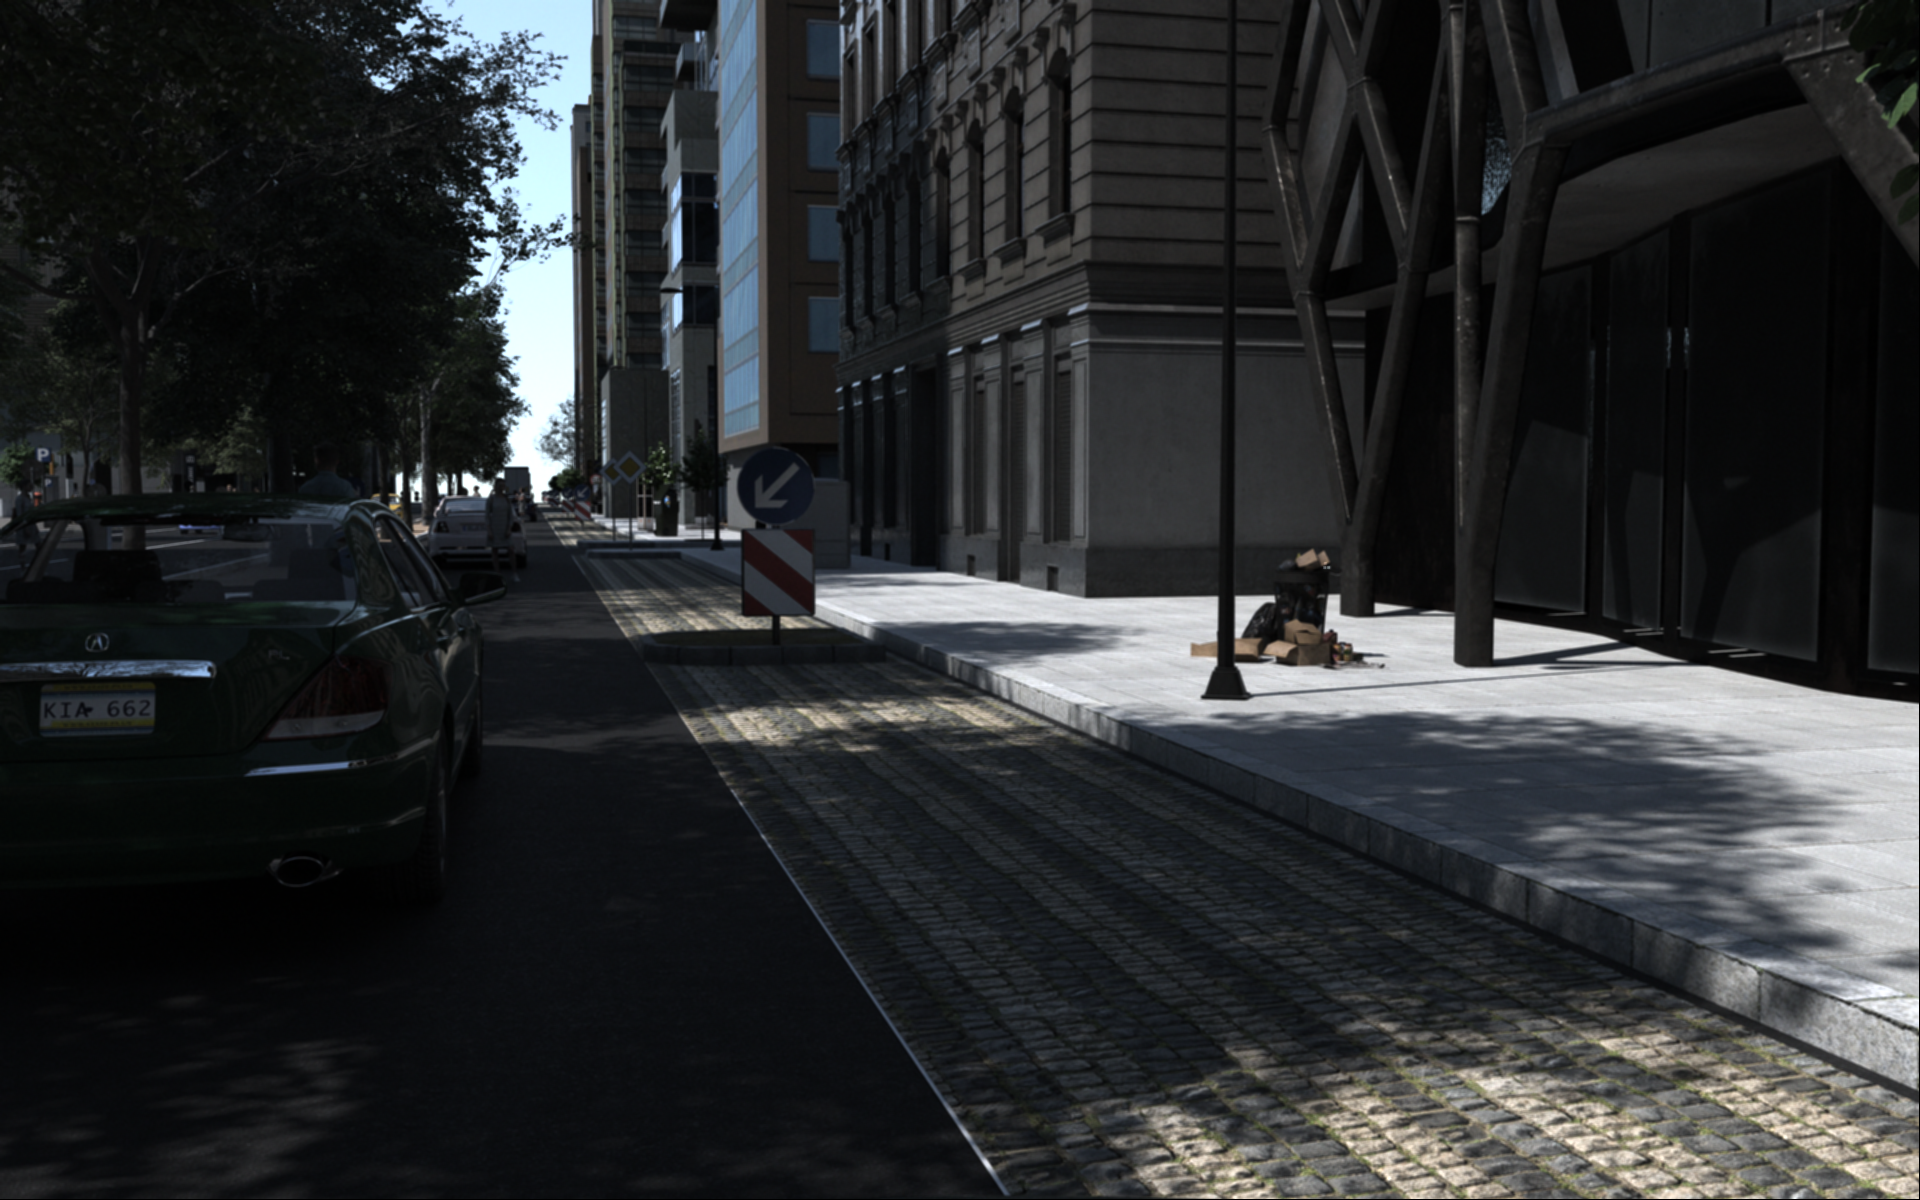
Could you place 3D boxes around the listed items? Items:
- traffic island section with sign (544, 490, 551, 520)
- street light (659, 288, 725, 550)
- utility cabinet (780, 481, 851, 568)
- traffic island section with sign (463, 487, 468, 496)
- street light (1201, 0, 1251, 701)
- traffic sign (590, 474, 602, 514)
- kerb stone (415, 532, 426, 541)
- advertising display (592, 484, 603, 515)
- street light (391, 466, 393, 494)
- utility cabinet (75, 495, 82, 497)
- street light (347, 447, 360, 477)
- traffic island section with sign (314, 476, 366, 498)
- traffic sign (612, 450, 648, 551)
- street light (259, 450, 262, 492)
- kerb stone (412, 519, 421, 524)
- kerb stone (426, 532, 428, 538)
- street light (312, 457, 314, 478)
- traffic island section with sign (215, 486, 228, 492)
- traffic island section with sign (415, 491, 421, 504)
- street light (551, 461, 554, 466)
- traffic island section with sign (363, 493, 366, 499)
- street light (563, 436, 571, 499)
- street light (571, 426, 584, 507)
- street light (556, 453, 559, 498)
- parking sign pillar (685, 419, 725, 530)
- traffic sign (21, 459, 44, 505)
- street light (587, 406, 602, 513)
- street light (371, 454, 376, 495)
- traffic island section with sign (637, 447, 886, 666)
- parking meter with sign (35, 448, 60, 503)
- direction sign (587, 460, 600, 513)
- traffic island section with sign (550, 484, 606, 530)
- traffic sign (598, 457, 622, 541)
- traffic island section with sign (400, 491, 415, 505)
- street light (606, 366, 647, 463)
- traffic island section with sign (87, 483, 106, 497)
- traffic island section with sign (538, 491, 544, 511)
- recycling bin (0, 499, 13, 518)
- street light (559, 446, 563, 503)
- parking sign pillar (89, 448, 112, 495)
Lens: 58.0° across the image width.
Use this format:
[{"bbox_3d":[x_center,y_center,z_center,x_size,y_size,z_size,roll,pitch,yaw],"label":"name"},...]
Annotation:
[{"bbox_3d":[-21.678,-5.293,95.172,1.989,1.847,2.006,-1,4,-14],"label":"traffic island section with sign"},{"bbox_3d":[-6.073,-4.080,39.253,1.470,5.913,1.316,-1,4,-14],"label":"street light"},{"bbox_3d":[-2.488,-1.295,29.851,1.173,1.500,0.318,0,4,8],"label":"utility cabinet"},{"bbox_3d":[-33.911,-6.728,118.142,2.006,1.907,1.989,-1,4,-14],"label":"traffic island section with sign"},{"bbox_3d":[1.149,-2.329,10.620,1.470,5.913,1.316,-1,4,-14],"label":"street light"},{"bbox_3d":[-22.983,-6.687,109.440,0.768,2.556,0.104,-1,4,-9],"label":"traffic sign"},{"bbox_3d":[-16.991,-1.976,54.506,0.120,0.150,1.000,-1,4,-14],"label":"kerb stone"},{"bbox_3d":[-22.462,-6.296,108.152,0.974,1.923,0.123,-2,4,-23],"label":"advertising display"},{"bbox_3d":[-73.596,-15.508,226.094,1.470,5.913,1.316,-1,4,-14],"label":"street light"},{"bbox_3d":[-45.068,-4.743,88.702,0.306,1.237,1.020,-3,4,-37],"label":"utility cabinet"},{"bbox_3d":[-60.377,-12.221,172.358,1.470,5.913,1.316,-1,4,-14],"label":"street light"},{"bbox_3d":[-15.776,-2.268,45.216,2.006,1.907,1.989,-1,4,-14],"label":"traffic island section with sign"},{"bbox_3d":[-7.487,-2.182,39.312,0.795,2.450,0.064,-1,4,-14],"label":"traffic sign"},{"bbox_3d":[-46.527,-8.810,116.591,1.470,5.913,1.316,-1,4,-14],"label":"street light"},{"bbox_3d":[-26.935,-3.887,85.833,0.120,0.150,1.000,-1,4,-14],"label":"kerb stone"},{"bbox_3d":[-17.236,-2.037,55.498,0.120,0.150,1.000,-1,4,-14],"label":"kerb stone"},{"bbox_3d":[-53.385,-10.515,144.460,1.470,5.913,1.316,-1,4,-14],"label":"street light"},{"bbox_3d":[-38.316,-4.970,89.888,1.989,1.847,2.006,-1,4,-14],"label":"traffic island section with sign"},{"bbox_3d":[-77.165,-14.532,246.229,1.989,1.847,2.006,-1,4,-14],"label":"traffic island section with sign"},{"bbox_3d":[-50.392,-15.013,218.001,1.470,5.913,1.316,-1,4,-14],"label":"street light"},{"bbox_3d":[-57.232,-9.625,166.004,1.989,1.847,2.006,-1,4,-14],"label":"traffic island section with sign"},{"bbox_3d":[-30.665,-10.136,138.271,1.470,5.913,1.316,-1,4,-14],"label":"street light"},{"bbox_3d":[-25.824,-8.971,119.212,1.470,5.913,1.316,-1,4,-14],"label":"street light"},{"bbox_3d":[-44.476,-13.564,194.308,1.470,5.913,1.316,-1,4,-14],"label":"street light"},{"bbox_3d":[-9.248,-4.539,62.691,1.447,3.967,1.447,0,4,5],"label":"parking sign pillar"},{"bbox_3d":[-33.510,-3.823,62.613,0.768,2.556,0.104,-1,4,-13],"label":"traffic sign"},{"bbox_3d":[-18.833,-7.248,91.044,1.470,5.913,1.316,-1,4,-14],"label":"street light"},{"bbox_3d":[-66.724,-13.803,198.227,1.470,5.913,1.316,-1,4,-14],"label":"street light"},{"bbox_3d":[-1.832,-0.410,15.337,1.989,1.847,2.006,-1,4,-14],"label":"traffic island section with sign"},{"bbox_3d":[-34.519,-4.254,65.809,0.543,3.016,1.738,-1,4,-11],"label":"parking meter with sign"},{"bbox_3d":[-24.299,-7.511,114.809,0.876,3.537,0.379,-2,4,-35],"label":"direction sign"},{"bbox_3d":[-15.171,-3.693,69.011,1.989,1.847,2.006,-1,4,-14],"label":"traffic island section with sign"},{"bbox_3d":[-9.413,-2.656,47.063,0.795,2.450,0.064,-1,4,-14],"label":"traffic sign"},{"bbox_3d":[-70.536,-12.900,219.542,1.989,1.847,2.006,-1,4,-14],"label":"traffic island section with sign"},{"bbox_3d":[-11.948,-5.522,62.834,1.470,5.913,1.316,-1,4,-14],"label":"street light"},{"bbox_3d":[-31.814,-3.370,63.726,1.989,1.847,2.006,-1,4,-14],"label":"traffic island section with sign"},{"bbox_3d":[-33.673,-8.246,143.457,1.989,1.847,2.006,-1,4,-14],"label":"traffic island section with sign"},{"bbox_3d":[-52.083,-4.994,94.213,0.722,1.027,0.722,1,4,15],"label":"recycling bin"},{"bbox_3d":[-37.471,-11.842,166.153,1.470,5.913,1.316,-1,4,-14],"label":"street light"},{"bbox_3d":[-49.559,-6.814,99.882,1.447,3.967,1.447,1,4,14],"label":"parking sign pillar"}]
